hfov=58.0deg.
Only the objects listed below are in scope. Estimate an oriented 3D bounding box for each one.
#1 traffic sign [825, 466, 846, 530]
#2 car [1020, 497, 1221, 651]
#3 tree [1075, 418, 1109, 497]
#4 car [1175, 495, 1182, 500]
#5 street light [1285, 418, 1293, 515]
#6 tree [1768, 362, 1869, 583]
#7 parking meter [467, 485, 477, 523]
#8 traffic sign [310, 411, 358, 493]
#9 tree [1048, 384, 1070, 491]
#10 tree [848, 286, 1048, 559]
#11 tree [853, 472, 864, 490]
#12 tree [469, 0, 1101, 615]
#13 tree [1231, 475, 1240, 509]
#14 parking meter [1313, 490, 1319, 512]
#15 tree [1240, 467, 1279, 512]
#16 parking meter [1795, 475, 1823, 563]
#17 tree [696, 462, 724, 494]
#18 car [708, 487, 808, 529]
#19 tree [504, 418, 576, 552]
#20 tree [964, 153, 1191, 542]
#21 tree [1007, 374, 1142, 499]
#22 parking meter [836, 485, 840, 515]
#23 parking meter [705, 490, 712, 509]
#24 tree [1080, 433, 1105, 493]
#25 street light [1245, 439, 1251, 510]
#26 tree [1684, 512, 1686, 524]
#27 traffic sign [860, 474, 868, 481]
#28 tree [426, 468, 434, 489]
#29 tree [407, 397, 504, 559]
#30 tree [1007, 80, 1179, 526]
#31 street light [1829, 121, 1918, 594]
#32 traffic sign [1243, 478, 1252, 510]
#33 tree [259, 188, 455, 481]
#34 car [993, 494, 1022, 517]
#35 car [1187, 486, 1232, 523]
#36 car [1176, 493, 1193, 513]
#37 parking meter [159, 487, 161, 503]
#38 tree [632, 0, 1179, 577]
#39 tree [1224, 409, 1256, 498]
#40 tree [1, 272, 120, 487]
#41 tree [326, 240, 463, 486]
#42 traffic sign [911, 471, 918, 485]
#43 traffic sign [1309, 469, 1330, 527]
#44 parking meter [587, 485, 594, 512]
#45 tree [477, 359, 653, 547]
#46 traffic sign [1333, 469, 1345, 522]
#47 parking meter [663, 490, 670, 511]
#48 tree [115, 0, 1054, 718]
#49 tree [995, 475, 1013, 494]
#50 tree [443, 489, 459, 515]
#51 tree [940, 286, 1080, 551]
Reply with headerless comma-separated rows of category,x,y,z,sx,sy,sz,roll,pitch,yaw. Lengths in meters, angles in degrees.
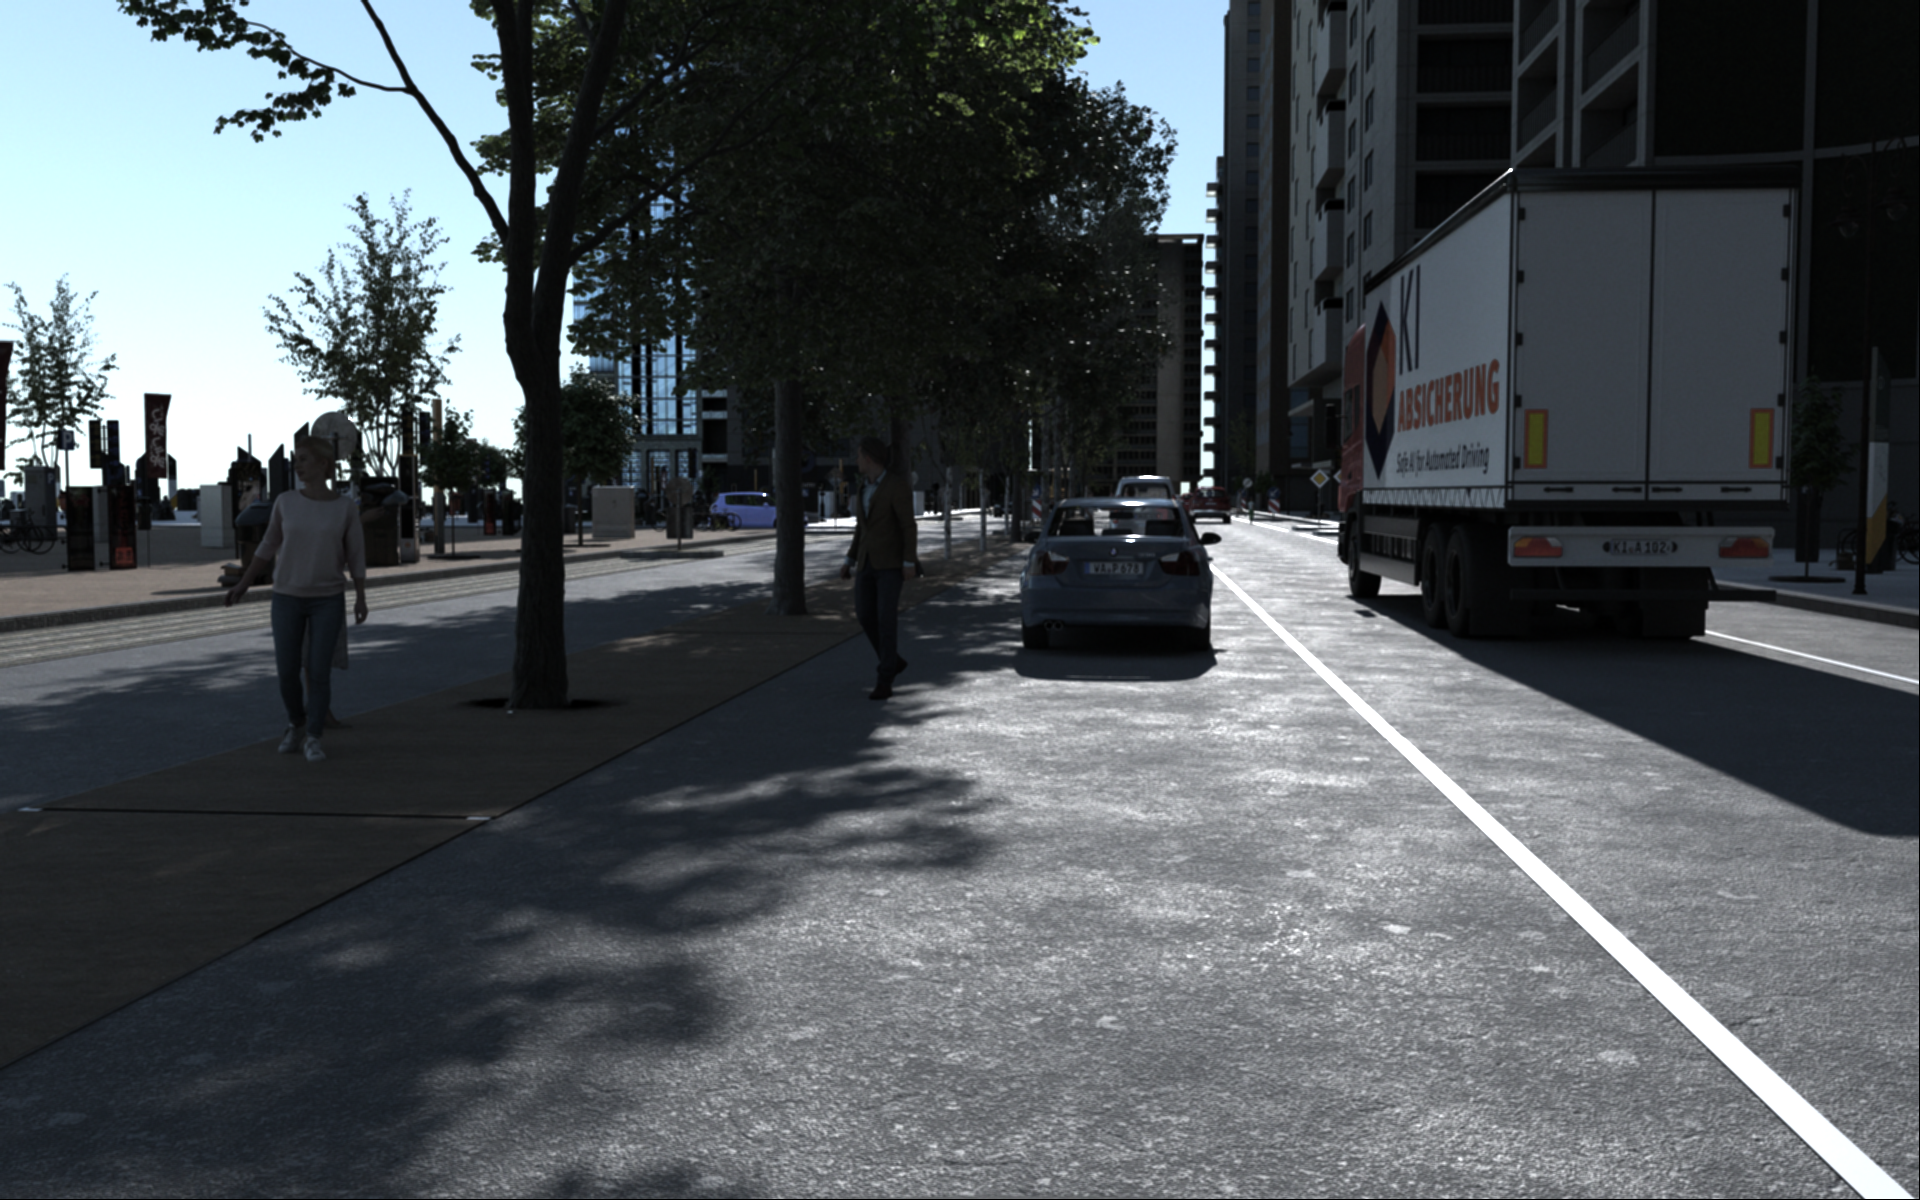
traffic sign,-4.446,-3.558,61.819,0.795,2.450,0.064,0,4,6
car,1.597,-0.320,17.235,2.014,1.417,4.499,0,4,7
tree,9.229,-10.655,127.023,4.360,8.622,3.978,0,3,0
car,16.428,-7.372,132.886,2.083,1.381,4.827,0,4,7
street light,19.875,-8.067,104.686,0.468,5.910,1.993,0,4,6
tree,12.606,-1.888,25.469,1.663,3.219,1.824,0,3,0
parking meter,-21.727,-4.372,77.185,0.255,1.863,0.399,3,5,40
traffic sign,-9.661,-1.628,26.723,0.768,2.556,0.104,0,4,8
tree,1.618,-6.527,59.536,4.360,8.622,3.978,0,3,0
tree,-0.256,-5.194,37.737,4.360,8.622,3.978,0,3,0
tree,-4.517,-5.636,86.748,1.663,3.219,1.824,0,3,0
tree,-2.096,-6.117,20.591,7.486,12.596,7.792,0,3,0
tree,24.505,-9.558,150.875,1.663,3.219,1.824,0,3,0
parking meter,25.086,-6.947,121.997,0.372,1.533,0.369,0,3,0
tree,22.087,-8.136,127.625,1.663,3.219,1.824,0,3,0
parking meter,15.959,-1.641,32.547,0.399,1.863,0.255,3,5,44
tree,-15.069,-6.639,103.145,1.663,3.219,1.824,0,3,0
car,-7.526,-3.370,64.695,3.694,1.707,1.945,0,4,6
tree,-9.223,-2.671,38.267,1.663,3.219,1.824,0,3,0
tree,1.682,-8.455,51.070,12.009,13.543,11.850,0,3,0
tree,6.126,-9.863,98.137,8.767,10.594,7.601,0,4,6
parking meter,-7.521,-6.273,108.281,0.399,1.863,0.255,-3,5,-42
parking meter,-13.911,-5.347,95.840,0.372,1.533,0.369,0,3,0
tree,9.360,-10.958,131.986,4.737,8.622,4.395,0,3,0
street light,23.545,-10.341,141.866,0.468,5.910,1.993,0,4,6
tree,13.198,-2.260,31.560,1.663,3.219,1.824,0,3,0
traffic sign,-3.650,-4.044,69.764,0.795,2.450,0.064,0,4,6
tree,-31.308,-7.518,106.627,4.285,4.588,4.351,0,3,0
tree,-10.180,-2.450,34.654,1.663,3.219,1.824,0,3,0
tree,2.539,-13.242,74.852,12.611,20.169,13.585,0,3,0
street light,11.534,-3.012,22.027,0.468,5.910,1.993,0,4,6
traffic sign,22.710,-8.364,136.858,0.768,2.556,0.104,1,4,10
tree,-14.103,-5.569,41.421,4.737,8.622,4.395,0,3,0
car,3.104,-6.020,108.214,2.009,1.686,4.222,0,4,7
car,12.522,-4.783,86.875,2.281,1.827,5.304,0,4,7
car,14.622,-6.115,109.021,2.155,1.783,4.494,0,4,6
parking meter,-64.492,-8.170,139.288,0.255,1.863,0.399,0,4,-7
tree,-1.024,-6.749,29.810,9.611,12.733,9.660,0,3,0
tree,24.469,-12.038,147.186,4.737,8.622,4.395,0,3,0
tree,-30.489,-6.587,58.067,4.737,8.622,4.395,0,3,0
tree,-16.689,-6.144,50.813,4.360,8.622,3.978,0,3,0
traffic sign,-2.697,-5.885,96.329,0.768,2.556,0.104,1,4,12
traffic sign,14.103,-3.935,67.972,0.795,2.450,0.064,0,4,6
parking meter,-23.147,-6.282,108.425,0.399,1.863,0.255,-2,4,-33
tree,-9.228,-3.589,42.398,4.285,4.588,4.351,0,3,0
traffic sign,13.308,-3.449,60.027,0.795,2.450,0.064,0,4,6
parking meter,-16.661,-5.498,98.301,0.372,1.533,0.369,0,3,0
tree,-2.727,-5.072,11.139,9.928,11.665,9.643,0,3,0
tree,4.203,-10.800,171.174,1.663,3.219,1.824,0,3,0
tree,-27.048,-7.016,98.425,4.285,4.588,4.351,0,3,0
tree,0.599,-5.505,42.828,4.737,8.622,4.395,0,3,0
